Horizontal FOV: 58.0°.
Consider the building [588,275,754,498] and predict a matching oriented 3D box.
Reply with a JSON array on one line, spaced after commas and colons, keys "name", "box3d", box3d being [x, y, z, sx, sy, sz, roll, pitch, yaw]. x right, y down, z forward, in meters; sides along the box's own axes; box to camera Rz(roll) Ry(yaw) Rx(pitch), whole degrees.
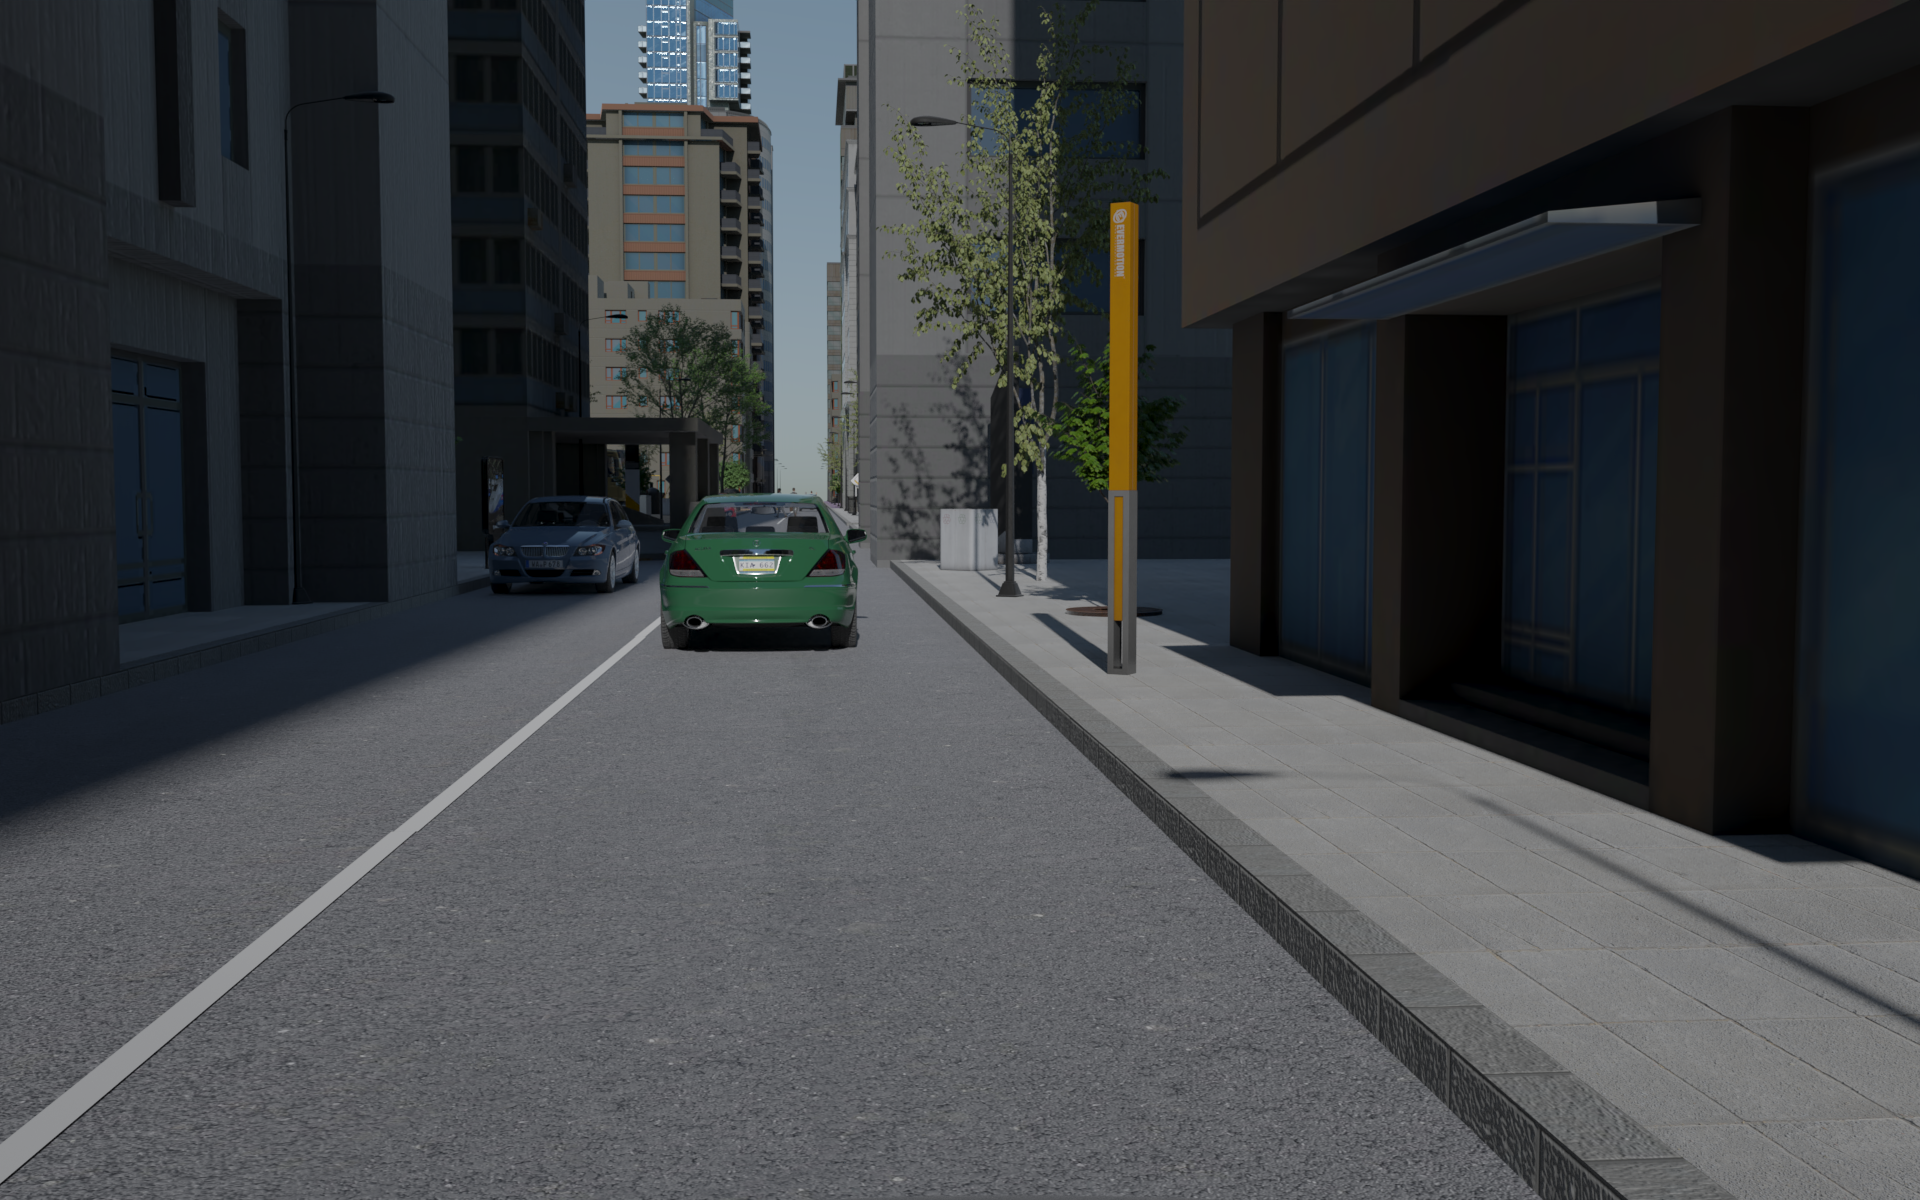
[{"name": "building", "box3d": [-34.401, -19.706, 167.235, 27.650, 21.520, 28.899, 0, 4, -5]}]

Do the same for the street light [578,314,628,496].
[{"name": "street light", "box3d": [-9.256, -4.417, 44.766, 1.470, 5.913, 1.316, 0, 4, -5]}]

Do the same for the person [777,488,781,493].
[{"name": "person", "box3d": [-10.792, -5.835, 104.180, 0.850, 1.792, 0.678, 0, 4, -1]}]

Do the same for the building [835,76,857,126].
[{"name": "building", "box3d": [-0.949, -38.374, 216.646, 28.713, 52.752, 27.495, 0, 4, -5]}]

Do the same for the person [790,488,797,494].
[{"name": "person", "box3d": [-10.297, -6.061, 107.557, 0.622, 1.834, 0.822, 1, 4, 9]}]

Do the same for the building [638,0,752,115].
[{"name": "building", "box3d": [-42.730, -59.962, 293.054, 22.319, 86.520, 31.000, 0, 4, -5]}]

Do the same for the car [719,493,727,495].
[{"name": "car", "box3d": [-9.204, -3.373, 64.187, 2.155, 1.783, 4.494, 0, 4, -7]}]

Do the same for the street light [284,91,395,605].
[{"name": "street light", "box3d": [-7.221, -2.909, 20.102, 1.470, 5.913, 1.316, 0, 4, -5]}]

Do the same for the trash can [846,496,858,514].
[{"name": "trash can", "box3d": [-7.037, -6.197, 112.966, 0.748, 1.137, 0.748, 0, 3, 0]}]

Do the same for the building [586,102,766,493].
[{"name": "building", "box3d": [-33.457, -33.132, 196.328, 22.147, 44.769, 28.867, 0, 4, -5]}]

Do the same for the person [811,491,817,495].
[{"name": "person", "box3d": [-13.216, -8.983, 156.172, 0.742, 1.727, 0.445, 0, 4, 6]}]

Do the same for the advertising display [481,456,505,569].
[{"name": "advertising display", "box3d": [-8.101, -1.520, 30.068, 0.123, 1.923, 0.974, 0, 4, 2]}]

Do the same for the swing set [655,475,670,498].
[{"name": "swing set", "box3d": [-20.355, -7.832, 125.675, 2.862, 2.851, 3.119, -1, 4, -16]}]

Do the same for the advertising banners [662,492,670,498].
[{"name": "advertising banners", "box3d": [-23.091, -8.707, 138.540, 2.074, 3.025, 0.090, 0, 4, 1]}]

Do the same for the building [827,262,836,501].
[{"name": "building", "box3d": [-16.449, -38.074, 306.103, 14.154, 41.232, 14.086, 0, 4, -5]}]

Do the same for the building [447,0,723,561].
[{"name": "building", "box3d": [-22.433, -21.424, 42.165, 32.217, 40.220, 23.993, 0, 4, -5]}]

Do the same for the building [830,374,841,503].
[{"name": "building", "box3d": [-5.871, -25.672, 264.780, 27.650, 21.520, 28.899, 0, 4, -5]}]

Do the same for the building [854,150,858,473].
[{"name": "building", "box3d": [0.549, -19.519, 112.650, 14.314, 27.812, 24.014, 0, 4, -5]}]

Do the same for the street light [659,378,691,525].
[{"name": "street light", "box3d": [-11.449, -5.925, 69.417, 1.470, 5.913, 1.316, 0, 4, -5]}]

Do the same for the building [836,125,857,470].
[{"name": "building", "box3d": [-6.467, -31.322, 195.709, 14.154, 41.232, 14.086, 0, 4, -5]}]

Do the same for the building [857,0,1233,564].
[{"name": "building", "box3d": [7.668, -30.865, 46.642, 21.231, 58.520, 28.212, 0, 4, -5]}]

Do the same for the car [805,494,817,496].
[{"name": "car", "box3d": [-12.575, -8.111, 144.615, 2.014, 1.417, 4.499, 0, 4, -5]}]

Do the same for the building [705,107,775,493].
[{"name": "building", "box3d": [-39.207, -44.135, 263.599, 21.231, 58.520, 28.212, 0, 4, -5]}]

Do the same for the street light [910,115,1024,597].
[{"name": "street light", "box3d": [0.085, -2.992, 21.463, 1.470, 5.913, 1.316, 0, 4, -5]}]

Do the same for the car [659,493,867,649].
[{"name": "car", "box3d": [-1.984, -0.349, 17.509, 2.131, 1.459, 4.920, 0, 4, -5]}]

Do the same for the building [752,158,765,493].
[{"name": "building", "box3d": [-32.352, -34.745, 218.192, 14.600, 45.320, 14.200, 0, 4, -5]}]

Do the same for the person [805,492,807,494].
[{"name": "person", "box3d": [-21.194, -14.065, 239.197, 0.721, 1.736, 1.217, 1, 4, 12]}]

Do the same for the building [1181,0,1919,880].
[{"name": "building", "box3d": [9.373, -21.838, 7.169, 14.600, 45.320, 14.200, 0, 4, -5]}]

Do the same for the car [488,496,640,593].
[{"name": "car", "box3d": [-5.978, -0.889, 26.541, 2.014, 1.417, 4.499, 0, 4, -3]}]

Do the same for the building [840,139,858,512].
[{"name": "building", "box3d": [-3.819, -22.121, 139.177, 11.434, 29.767, 29.804, 0, 4, -5]}]

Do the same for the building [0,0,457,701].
[{"name": "building", "box3d": [-16.399, -28.499, 7.954, 21.231, 58.520, 28.212, 0, 4, -5]}]

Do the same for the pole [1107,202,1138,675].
[{"name": "pole", "box3d": [1.155, -1.126, 12.261, 0.158, 3.312, 0.155, 0, 3, 0]}]

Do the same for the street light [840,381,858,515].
[{"name": "street light", "box3d": [-4.057, -6.026, 71.071, 1.470, 5.913, 1.316, 0, 4, -5]}]

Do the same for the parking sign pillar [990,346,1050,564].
[{"name": "parking sign pillar", "box3d": [0.952, -2.677, 32.241, 1.447, 3.967, 1.447, -1, 4, -16]}]
